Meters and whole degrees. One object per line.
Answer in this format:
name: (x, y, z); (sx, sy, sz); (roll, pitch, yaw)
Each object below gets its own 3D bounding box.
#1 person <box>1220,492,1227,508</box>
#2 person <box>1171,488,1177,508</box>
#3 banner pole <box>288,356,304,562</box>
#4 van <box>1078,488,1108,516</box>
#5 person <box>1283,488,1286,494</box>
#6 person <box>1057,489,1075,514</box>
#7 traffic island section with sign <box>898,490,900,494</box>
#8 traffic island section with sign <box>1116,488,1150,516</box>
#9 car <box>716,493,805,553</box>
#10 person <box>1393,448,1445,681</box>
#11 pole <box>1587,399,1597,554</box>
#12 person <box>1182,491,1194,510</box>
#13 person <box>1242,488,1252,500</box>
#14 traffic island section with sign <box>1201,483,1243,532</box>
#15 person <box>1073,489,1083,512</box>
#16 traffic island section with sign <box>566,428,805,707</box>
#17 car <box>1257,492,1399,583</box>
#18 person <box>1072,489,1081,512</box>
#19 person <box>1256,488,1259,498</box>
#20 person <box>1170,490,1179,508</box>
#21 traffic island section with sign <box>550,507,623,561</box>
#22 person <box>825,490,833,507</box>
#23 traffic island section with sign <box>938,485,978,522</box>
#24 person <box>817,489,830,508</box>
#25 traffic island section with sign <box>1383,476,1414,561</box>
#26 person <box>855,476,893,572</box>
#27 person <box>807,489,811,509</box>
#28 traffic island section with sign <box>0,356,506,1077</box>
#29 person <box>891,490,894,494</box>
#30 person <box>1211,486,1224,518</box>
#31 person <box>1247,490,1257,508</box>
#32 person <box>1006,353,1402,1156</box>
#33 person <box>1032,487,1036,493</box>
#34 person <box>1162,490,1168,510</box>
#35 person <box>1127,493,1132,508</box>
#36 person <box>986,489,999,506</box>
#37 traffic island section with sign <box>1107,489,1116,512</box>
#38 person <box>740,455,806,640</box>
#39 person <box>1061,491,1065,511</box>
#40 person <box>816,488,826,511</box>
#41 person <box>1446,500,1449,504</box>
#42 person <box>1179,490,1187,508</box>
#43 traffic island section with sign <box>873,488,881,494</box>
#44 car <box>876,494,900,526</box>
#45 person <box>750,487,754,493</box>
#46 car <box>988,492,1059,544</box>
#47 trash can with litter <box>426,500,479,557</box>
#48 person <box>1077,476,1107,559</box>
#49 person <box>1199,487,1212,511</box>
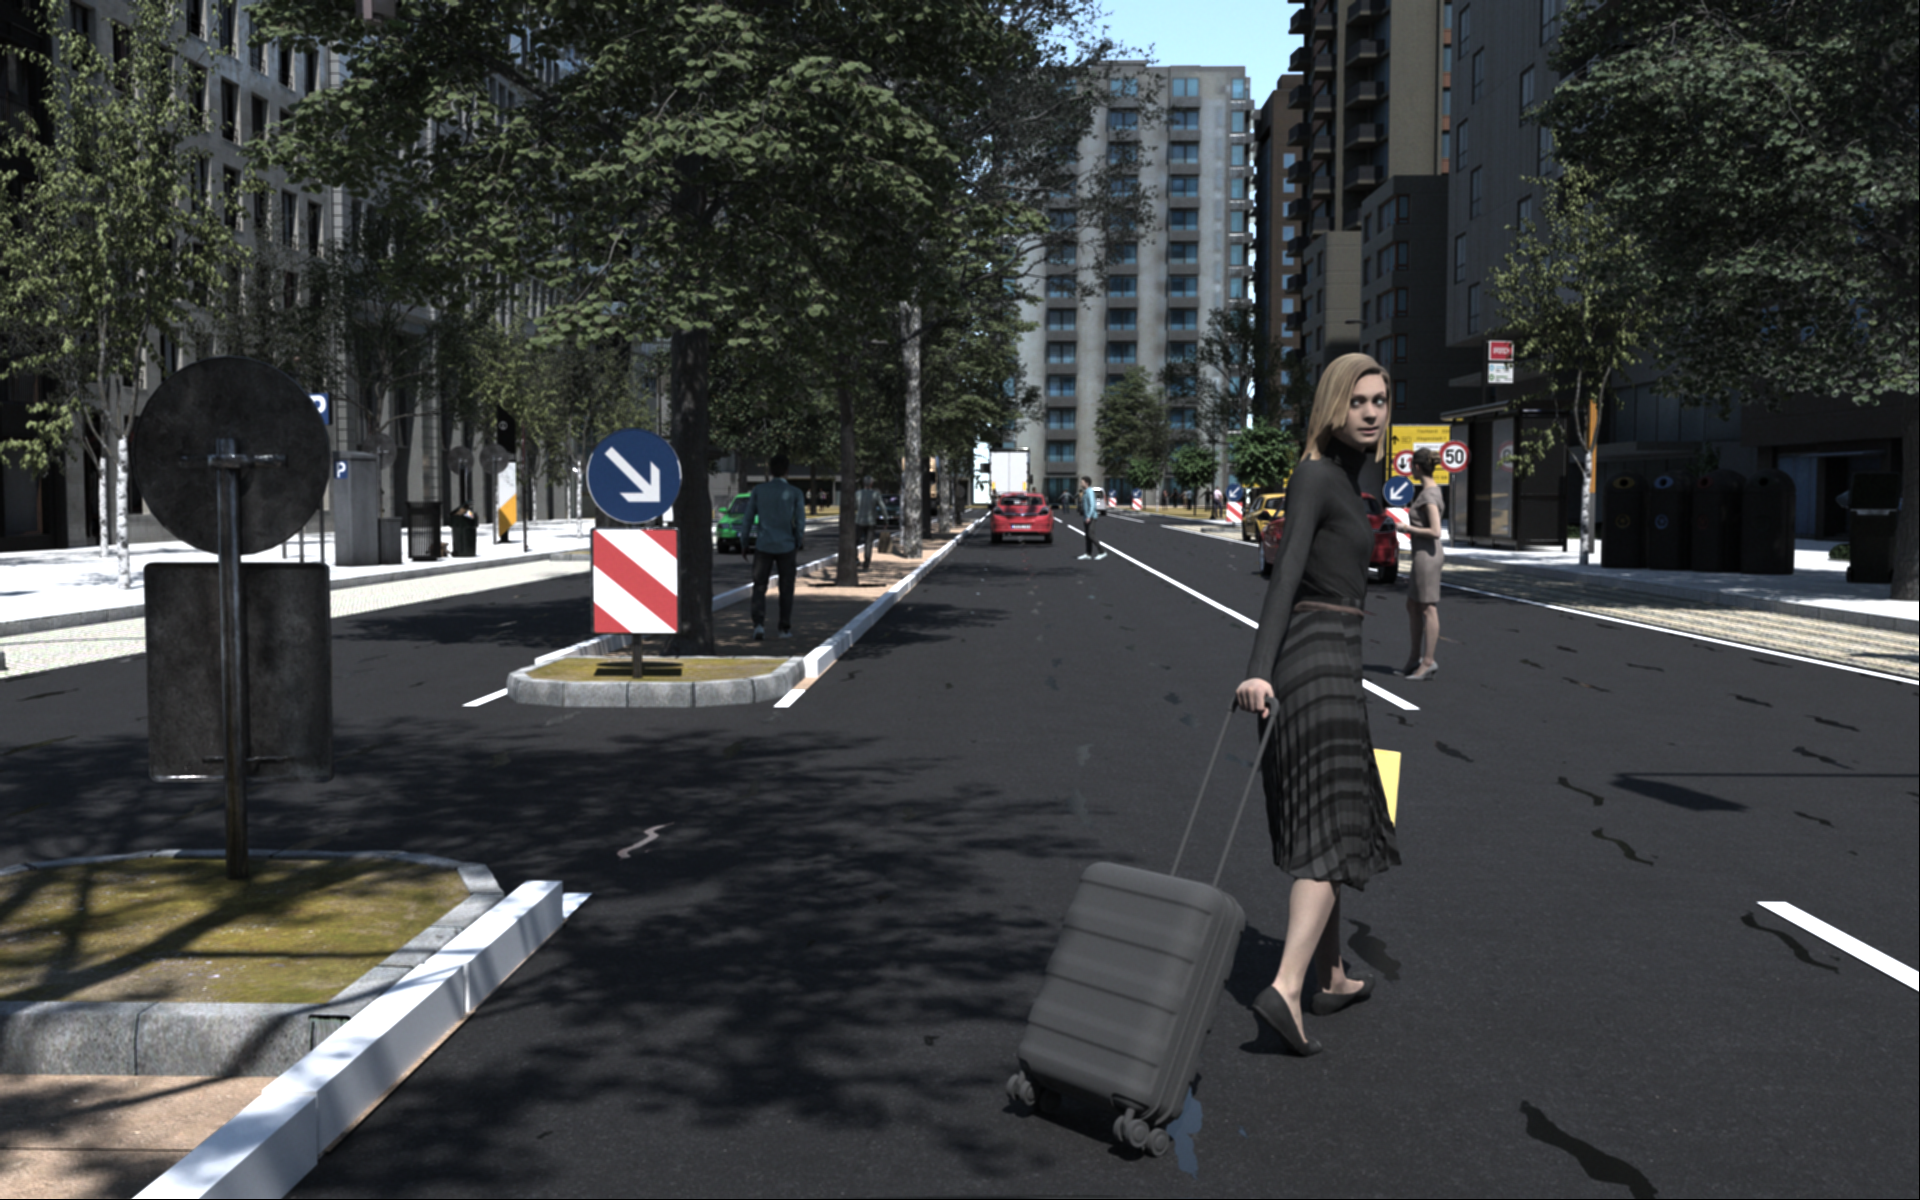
person: (25.454, -9.590, 166.015); (1.217, 1.735, 0.721); (0, 4, -5)
person: (20.143, -9.594, 162.528); (0.705, 1.869, 1.348); (-1, 4, -11)
banner pole: (-12.007, -2.526, 31.324); (0.401, 3.779, 0.863); (0, 4, -6)
van: (8.958, -6.694, 116.457); (2.013, 2.044, 4.112); (0, 4, 1)
person: (16.266, -4.988, 87.613); (0.388, 1.821, 0.555); (2, 4, 31)
person: (7.798, -7.233, 126.836); (1.350, 1.814, 0.705); (0, 4, -8)
traffic island section with sign: (-4.718, -8.143, 141.773); (1.989, 1.847, 2.006); (0, 4, 2)
traffic island section with sign: (11.514, -6.465, 114.334); (1.989, 1.847, 2.006); (0, 4, 2)
car: (-4.954, -2.110, 43.301); (1.959, 1.807, 4.718); (0, 4, 1)
person: (3.535, -0.275, 13.344); (0.374, 1.781, 0.599); (1, 4, 13)
pole: (13.575, -2.656, 37.263); (0.158, 3.312, 0.155); (0, 3, 0)
person: (18.538, -8.206, 140.195); (1.348, 1.826, 0.705); (-3, 4, -39)
person: (18.616, -6.642, 114.644); (1.348, 1.824, 0.705); (0, 4, -1)
traffic island section with sign: (10.106, -3.455, 65.114); (1.989, 1.847, 2.006); (0, 4, 2)
person: (9.578, -7.830, 136.611); (1.348, 1.812, 0.705); (0, 4, 2)
traffic island section with sign: (-2.222, -0.272, 12.590); (2.006, 1.907, 1.989); (0, 4, 2)
car: (6.190, -1.245, 29.400); (2.155, 1.783, 4.494); (0, 4, 2)
person: (9.530, -7.908, 137.880); (1.350, 1.814, 0.705); (1, 4, 16)
person: (26.306, -8.940, 152.352); (0.705, 1.807, 1.348); (-1, 4, -9)
person: (20.341, -9.618, 164.017); (1.217, 1.743, 0.721); (-2, 4, -33)
traffic island section with sign: (-7.706, -1.778, 37.705); (1.989, 1.847, 2.006); (0, 4, 2)
person: (-12.813, -9.814, 168.591); (0.705, 1.869, 1.348); (-3, 5, -40)
traffic island section with sign: (-0.079, -4.866, 87.698); (2.006, 1.907, 1.989); (0, 4, 2)
person: (-12.559, -9.316, 159.046); (1.217, 1.739, 0.721); (0, 4, 5)
traffic island section with sign: (9.325, -1.792, 37.920); (1.989, 1.847, 2.006); (0, 4, 2)
person: (-1.621, -1.379, 31.530); (0.782, 1.767, 0.515); (0, 4, -6)
person: (-12.496, -8.407, 144.285); (0.721, 1.735, 1.217); (1, 4, 20)
traffic island section with sign: (-2.443, 0.180, 5.186); (2.006, 1.907, 1.989); (0, 4, 2)
person: (-5.356, -7.664, 134.637); (1.217, 1.723, 0.721); (-3, 5, -42)
person: (13.884, -5.274, 93.208); (0.436, 1.711, 0.756); (-2, 4, -33)
person: (24.204, -8.435, 143.588); (0.705, 1.869, 1.348); (-2, 4, -33)
person: (0.711, 0.266, 4.374); (1.509, 1.804, 0.699); (-3, 5, -41)
person: (4.257, -5.521, 98.868); (0.705, 1.812, 1.348); (-1, 4, -10)
person: (16.620, -8.109, 140.102); (0.593, 1.643, 0.415); (2, 4, 27)
person: (15.956, -9.279, 160.977); (0.991, 1.433, 0.599); (2, 4, 26)
person: (1.935, -5.671, 101.948); (0.721, 1.735, 1.217); (-2, 4, -34)
traffic island section with sign: (12.290, -8.113, 141.278); (1.989, 1.847, 2.006); (0, 4, 2)
person: (-1.847, -0.522, 17.053); (0.660, 1.820, 0.620); (0, 4, -1)
person: (8.558, -8.159, 142.814); (0.541, 1.710, 0.530); (-3, 4, -38)
person: (-10.431, -7.504, 129.518); (1.217, 1.735, 0.721); (3, 5, 42)
person: (25.398, -4.857, 88.711); (1.065, 1.426, 0.557); (2, 4, 32)
person: (20.941, -9.476, 160.983); (1.348, 1.824, 0.705); (-2, 4, -29)
traffic island section with sign: (-5.496, -6.495, 114.829); (1.989, 1.847, 2.006); (0, 4, 2)
car: (-3.001, -3.848, 72.709); (2.009, 1.686, 4.222); (0, 4, 0)
person: (-13.573, -6.577, 114.135); (0.990, 1.755, 0.434); (-1, 4, -16)
car: (1.870, -2.592, 51.412); (2.155, 1.783, 4.494); (0, 4, 4)
trash can with litter: (-10.324, -1.454, 35.165); (1.055, 1.170, 0.624); (0, 4, 1)
person: (2.915, -1.811, 38.129); (0.620, 1.820, 0.660); (0, 4, -7)
person: (18.558, -7.566, 129.771); (1.348, 1.821, 0.705); (-1, 4, -11)
